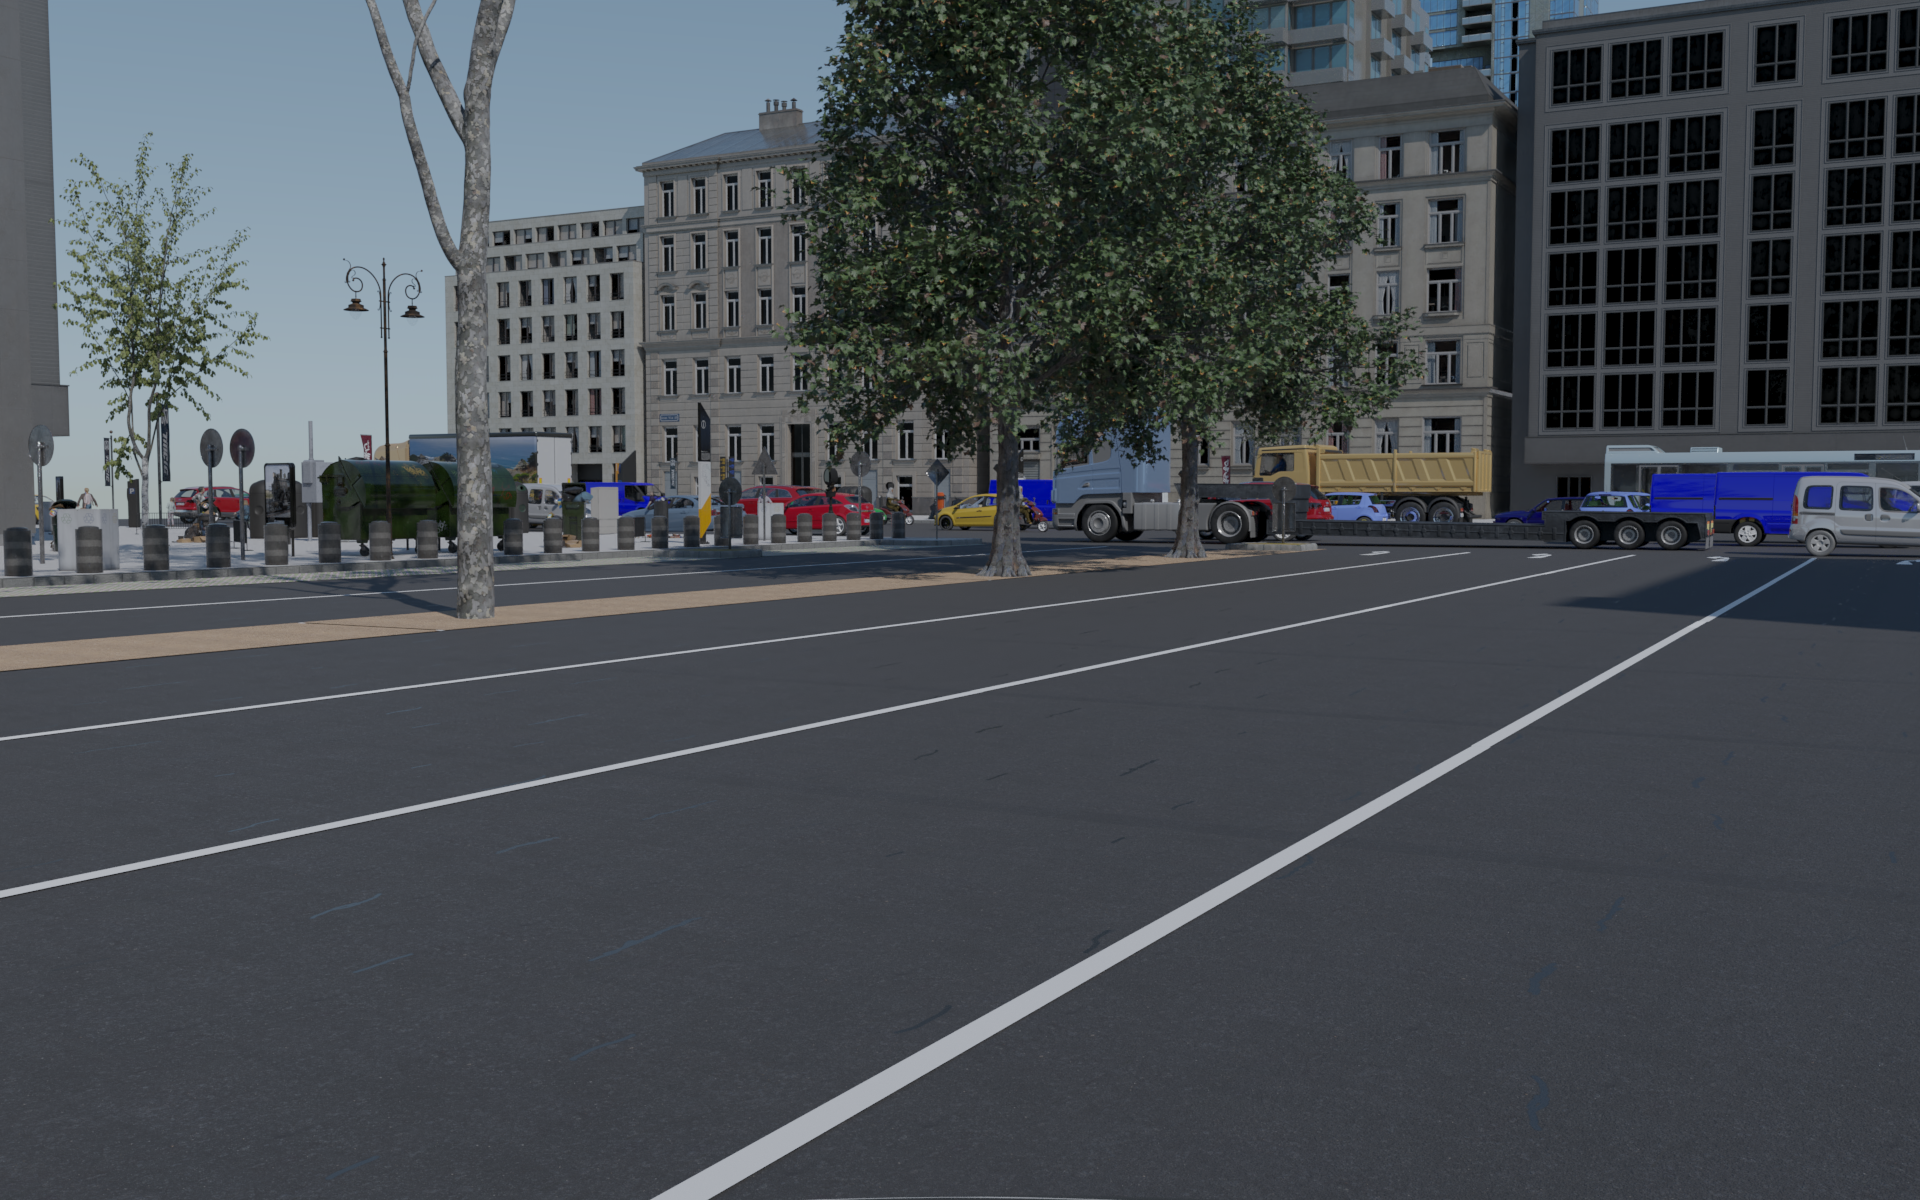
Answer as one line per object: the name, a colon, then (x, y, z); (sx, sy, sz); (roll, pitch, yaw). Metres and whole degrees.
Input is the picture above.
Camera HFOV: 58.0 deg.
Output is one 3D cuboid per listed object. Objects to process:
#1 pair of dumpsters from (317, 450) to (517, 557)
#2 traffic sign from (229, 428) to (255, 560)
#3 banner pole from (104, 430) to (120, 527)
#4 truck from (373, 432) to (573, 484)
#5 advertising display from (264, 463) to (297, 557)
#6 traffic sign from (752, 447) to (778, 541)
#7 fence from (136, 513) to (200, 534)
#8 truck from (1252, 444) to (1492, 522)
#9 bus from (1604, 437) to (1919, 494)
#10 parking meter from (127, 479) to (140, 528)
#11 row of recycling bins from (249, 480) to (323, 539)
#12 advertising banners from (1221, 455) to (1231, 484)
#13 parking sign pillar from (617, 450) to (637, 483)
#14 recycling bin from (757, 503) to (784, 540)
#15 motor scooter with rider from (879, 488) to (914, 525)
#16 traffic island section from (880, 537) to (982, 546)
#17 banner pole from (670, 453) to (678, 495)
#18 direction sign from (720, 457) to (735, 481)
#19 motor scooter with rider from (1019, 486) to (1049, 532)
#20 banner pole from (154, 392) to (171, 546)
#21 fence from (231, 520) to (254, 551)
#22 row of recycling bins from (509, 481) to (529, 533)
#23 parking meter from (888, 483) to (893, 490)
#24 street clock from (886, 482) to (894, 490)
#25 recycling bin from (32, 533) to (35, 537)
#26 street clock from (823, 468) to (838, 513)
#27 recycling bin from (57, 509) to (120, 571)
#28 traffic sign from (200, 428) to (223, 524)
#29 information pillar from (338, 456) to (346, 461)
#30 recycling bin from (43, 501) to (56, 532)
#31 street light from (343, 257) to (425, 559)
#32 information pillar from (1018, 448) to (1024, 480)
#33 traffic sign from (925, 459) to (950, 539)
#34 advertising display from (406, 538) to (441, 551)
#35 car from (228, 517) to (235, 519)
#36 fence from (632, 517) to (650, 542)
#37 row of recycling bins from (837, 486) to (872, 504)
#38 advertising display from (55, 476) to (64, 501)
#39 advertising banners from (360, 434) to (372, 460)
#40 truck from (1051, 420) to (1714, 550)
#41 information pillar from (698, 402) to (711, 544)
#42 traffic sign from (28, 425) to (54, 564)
pair of dumpsters: (-11.653, -2.131, 37.331); (1.574, 2.255, 4.437); (2, 4, 29)
traffic sign: (-13.954, -2.051, 33.633); (0.768, 2.556, 0.104); (2, 4, 32)
banner pole: (-33.308, -4.760, 67.838); (0.401, 3.779, 0.863); (0, 4, -1)
truck: (-23.300, -5.653, 81.341); (11.283, 4.237, 2.839); (2, 4, 29)
advertising display: (-14.025, -1.867, 35.744); (0.974, 1.923, 0.123); (3, 4, 37)
traffic sign: (-5.369, -2.905, 47.500); (0.884, 2.594, 0.081); (2, 4, 30)
fence: (-25.391, -2.465, 55.680); (2.069, 0.683, 0.278); (-2, 4, -31)
truck: (15.489, -4.383, 67.588); (9.791, 3.379, 3.469); (2, 4, 28)
bus: (30.700, -4.183, 63.251); (13.247, 3.499, 2.948); (2, 4, 28)
parking meter: (-31.571, -3.697, 66.154); (0.399, 1.863, 0.255); (0, 4, 1)
row of recycling bins: (-19.281, -2.683, 50.978); (1.069, 1.692, 3.534); (2, 4, 28)
advertising banners: (12.604, -5.009, 78.086); (0.090, 3.025, 2.074); (-3, 5, -45)
parking sign pillar: (-20.410, -7.198, 106.160); (1.447, 3.967, 1.447); (2, 4, 30)
recycling bin: (-5.306, -2.201, 48.548); (0.722, 1.027, 0.722); (0, 4, -6)
motor scooter with rider: (-3.018, -4.372, 80.444); (1.986, 1.779, 0.876); (2, 4, 28)
traffic island section: (-0.678, -1.642, 49.130); (2.009, 0.180, 2.903); (2, 4, 29)
banner pole: (-17.391, -7.072, 105.636); (0.863, 3.779, 0.401); (3, 4, 37)
direction sign: (-14.035, -6.881, 104.501); (0.876, 3.537, 0.379); (0, 4, 0)
motor scooter with rider: (2.453, -3.450, 65.374); (1.986, 1.779, 0.876); (2, 4, 30)
banner pole: (-19.529, -3.207, 42.451); (0.863, 3.779, 0.401); (3, 5, 42)
fence: (-16.601, -1.503, 39.942); (0.278, 0.683, 2.069); (-2, 4, -30)
row of recycling bins: (-15.826, -3.005, 56.241); (3.534, 1.692, 1.069); (-2, 4, -28)
parking meter: (-3.834, -5.492, 95.507); (0.255, 1.863, 0.399); (0, 4, -5)
street clock: (-4.172, -6.033, 103.217); (0.471, 2.002, 0.358); (2, 4, 25)
recycling bin: (-27.832, -2.358, 51.102); (0.722, 1.027, 0.722); (0, 4, -7)
street clock: (-3.642, -2.706, 48.808); (0.358, 2.002, 0.471); (-2, 4, -32)
recycling bin: (-14.695, -1.019, 29.212); (0.722, 1.027, 0.722); (0, 4, -1)
traffic sign: (-14.524, -2.047, 33.569); (0.768, 2.556, 0.104); (2, 4, 35)
information pillar: (-38.112, -7.057, 106.732); (0.183, 3.616, 0.504); (1, 4, 17)
recycling bin: (-31.123, -2.866, 59.414); (0.722, 1.027, 0.722); (-1, 4, -23)
street light: (-11.259, -3.745, 34.017); (0.468, 5.910, 1.993); (2, 4, 29)
information pillar: (3.079, -5.941, 88.493); (0.183, 3.616, 0.504); (3, 5, 40)
traffic sign: (-0.653, -2.778, 49.056); (0.795, 2.450, 0.064); (2, 4, 29)
advertising display: (-12.227, -2.092, 39.421); (0.974, 1.923, 0.123); (1, 4, 18)
car: (-41.888, -5.642, 101.036); (1.959, 1.807, 4.718); (2, 4, 28)
fence: (-8.422, -1.825, 45.208); (0.278, 0.683, 2.069); (0, 4, 1)
row of recycling bins: (-5.488, -5.038, 89.488); (1.069, 1.692, 3.534); (-2, 4, -23)
advertising display: (-32.391, -3.494, 62.343); (0.123, 1.923, 0.974); (-3, 4, -36)
advertising banners: (-17.203, -3.393, 51.666); (0.090, 3.025, 2.074); (1, 4, 18)
truck: (10.915, -3.600, 48.614); (18.799, 4.110, 2.967); (2, 4, 27)
information pillar: (-6.555, -3.243, 44.384); (0.183, 3.616, 0.504); (2, 4, 23)
traffic sign: (-16.867, -1.936, 31.766); (0.768, 2.556, 0.104); (2, 4, 30)
